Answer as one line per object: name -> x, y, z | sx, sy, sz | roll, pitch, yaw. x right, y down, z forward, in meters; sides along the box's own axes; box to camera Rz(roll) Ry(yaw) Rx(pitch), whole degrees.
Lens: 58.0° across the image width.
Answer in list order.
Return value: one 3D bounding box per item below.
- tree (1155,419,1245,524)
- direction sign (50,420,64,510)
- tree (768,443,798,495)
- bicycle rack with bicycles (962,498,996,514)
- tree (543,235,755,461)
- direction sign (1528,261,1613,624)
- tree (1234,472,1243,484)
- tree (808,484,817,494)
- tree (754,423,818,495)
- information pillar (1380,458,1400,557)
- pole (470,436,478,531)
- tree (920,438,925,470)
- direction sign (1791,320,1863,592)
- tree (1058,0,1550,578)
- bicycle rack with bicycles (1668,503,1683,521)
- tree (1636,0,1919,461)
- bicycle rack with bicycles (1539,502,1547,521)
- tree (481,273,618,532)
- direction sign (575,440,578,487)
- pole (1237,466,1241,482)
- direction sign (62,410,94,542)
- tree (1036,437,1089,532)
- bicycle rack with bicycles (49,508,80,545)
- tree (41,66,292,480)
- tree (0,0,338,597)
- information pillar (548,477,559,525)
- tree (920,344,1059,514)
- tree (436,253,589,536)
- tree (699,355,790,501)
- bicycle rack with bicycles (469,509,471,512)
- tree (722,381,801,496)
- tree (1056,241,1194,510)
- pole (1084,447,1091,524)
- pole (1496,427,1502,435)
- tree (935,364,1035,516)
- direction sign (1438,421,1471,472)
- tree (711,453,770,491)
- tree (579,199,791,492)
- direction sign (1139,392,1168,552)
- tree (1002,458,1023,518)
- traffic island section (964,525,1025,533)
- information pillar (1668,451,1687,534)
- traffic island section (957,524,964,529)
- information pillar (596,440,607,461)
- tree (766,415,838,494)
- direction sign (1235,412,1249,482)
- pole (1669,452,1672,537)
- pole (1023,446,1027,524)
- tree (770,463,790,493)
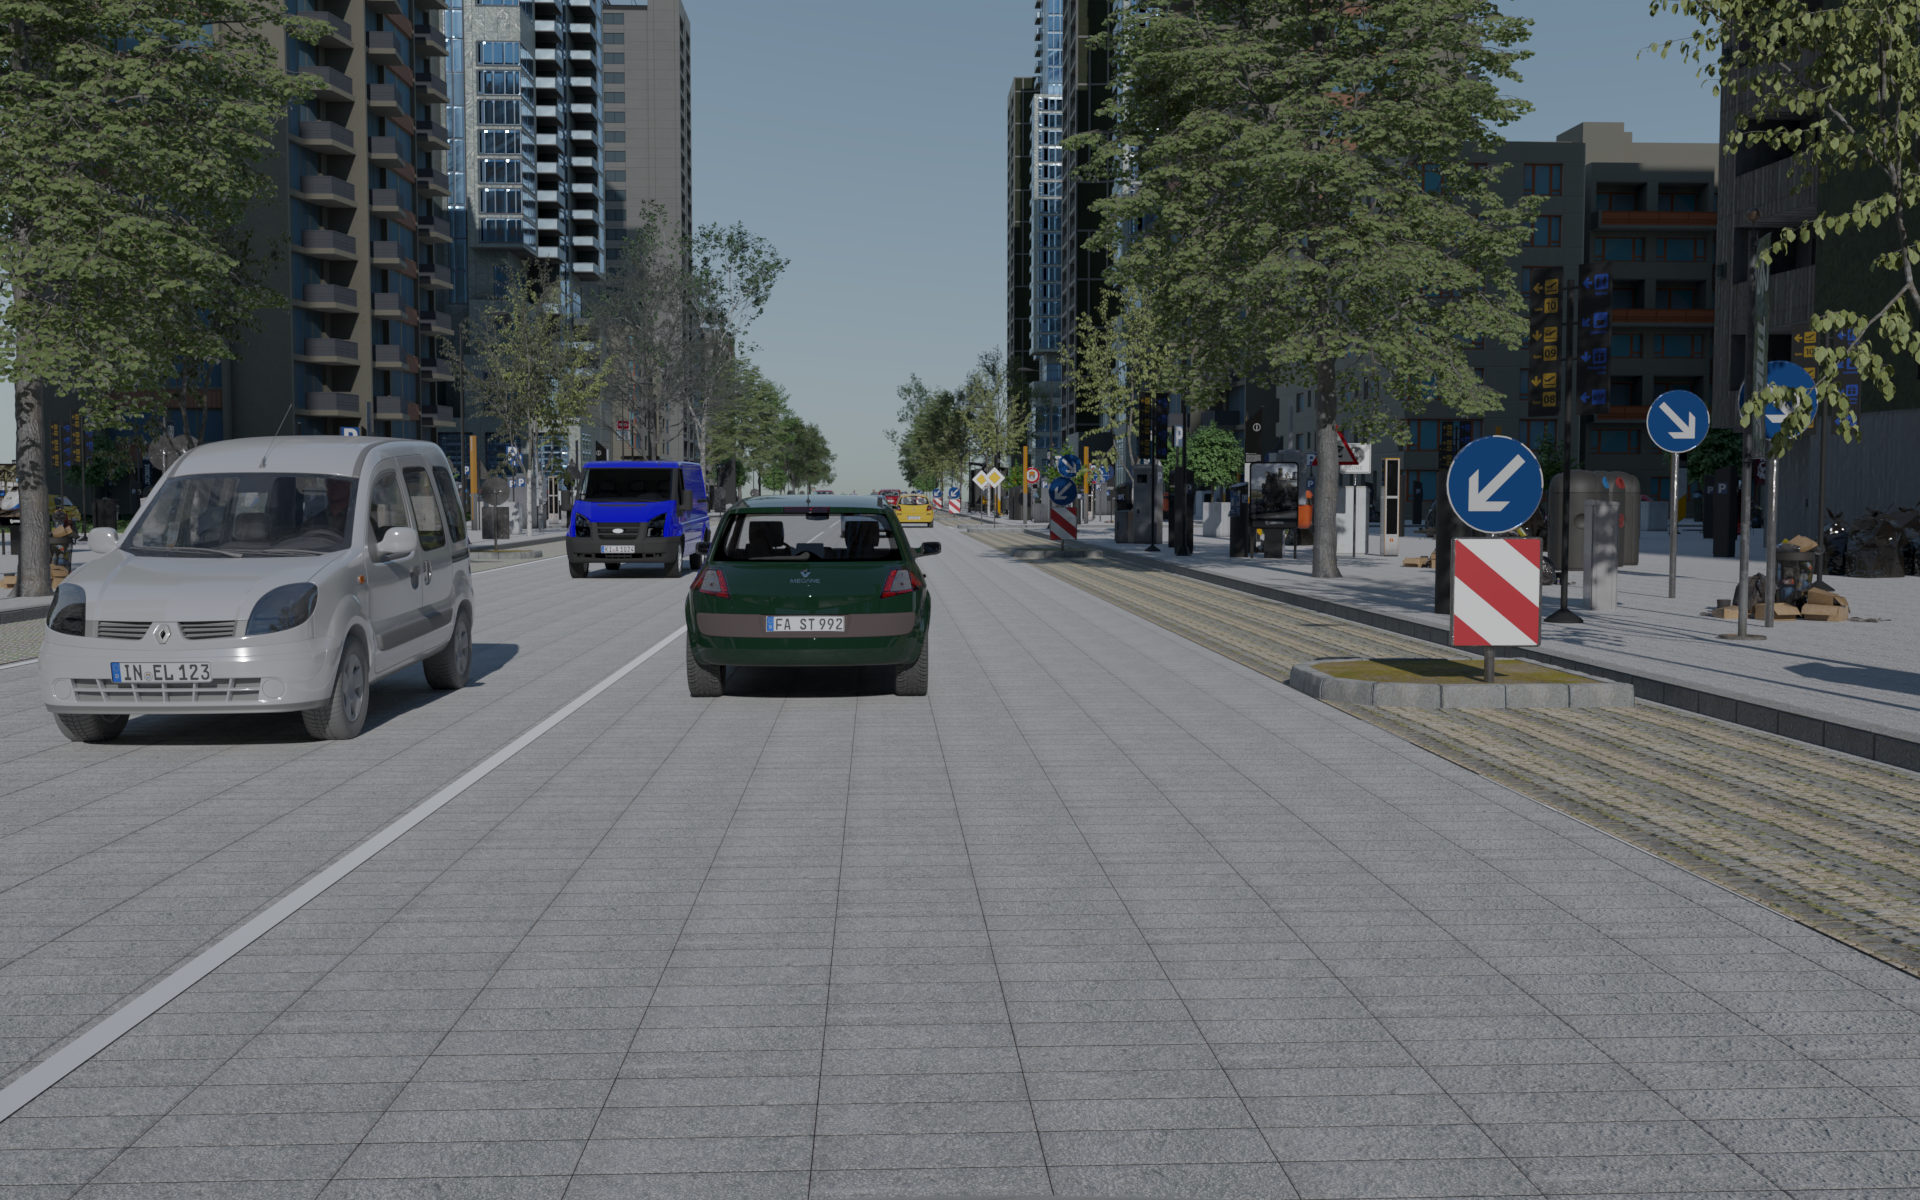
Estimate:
tree -> 10.979, -5.576, 74.889 | 4.285, 4.588, 4.351 | 0, 3, 0
direction sign -> -27.882, -3.777, 53.751 | 0.379, 3.537, 0.876 | 1, 4, 10
tree -> -22.306, -16.357, 217.796 | 4.360, 8.622, 3.978 | 0, 3, 0
bicycle rack with bicycles -> 1.939, -6.095, 113.039 | 2.925, 0.926, 2.852 | 1, 4, 12
tree -> -14.892, -10.583, 83.403 | 12.009, 13.543, 11.850 | 0, 3, 0
direction sign -> 6.045, -1.544, 17.236 | 0.379, 3.537, 0.876 | -3, 5, -39
tree -> 17.636, -7.189, 112.142 | 1.663, 3.219, 1.824 | 0, 3, 0
tree -> -25.952, -21.360, 299.600 | 4.737, 8.622, 4.395 | 0, 3, 0
tree -> -21.672, -16.836, 209.683 | 8.767, 10.594, 7.601 | -2, 4, -33
information pillar -> 8.825, -1.900, 35.562 | 0.304, 2.012, 0.304 | 0, 4, -4
pole -> -17.021, -4.085, 60.626 | 0.158, 3.312, 0.155 | 0, 3, 0
tree -> -1.969, -13.928, 178.089 | 4.737, 8.622, 4.395 | 0, 3, 0
direction sign -> 11.377, -1.886, 22.828 | 0.379, 3.537, 0.876 | -3, 5, -44
tree -> 5.219, -6.615, 26.281 | 7.486, 12.596, 7.792 | 0, 3, 0
bicycle rack with bicycles -> 32.778, -4.245, 82.783 | 2.852, 0.926, 2.925 | -1, 4, -8
tree -> 6.808, -3.739, 11.493 | 4.737, 8.622, 4.395 | 0, 3, 0
bicycle rack with bicycles -> 26.149, -4.077, 80.038 | 2.925, 0.926, 2.852 | -3, 5, -39
tree -> -13.949, -6.606, 58.370 | 4.737, 8.622, 4.395 | 0, 3, 0
direction sign -> -16.120, -4.951, 72.944 | 0.379, 3.537, 0.876 | -1, 4, -18
pole -> 17.824, -7.151, 110.755 | 0.158, 3.312, 0.155 | 0, 3, 0
direction sign -> -23.734, -3.357, 46.889 | 0.379, 3.537, 0.876 | 1, 4, 9
tree -> 3.682, -3.935, 58.934 | 1.663, 3.219, 1.824 | 0, 3, 0
bicycle rack with bicycles -> -23.693, -1.860, 43.796 | 2.852, 0.926, 2.925 | -2, 4, -31
tree -> -13.350, -4.859, 29.814 | 4.360, 8.622, 3.978 | 0, 3, 0
tree -> -11.901, -6.339, 21.763 | 7.486, 12.596, 7.792 | 0, 3, 0
information pillar -> -17.112, -4.185, 72.911 | 0.304, 2.012, 0.304 | 2, 4, 30
tree -> 1.768, -10.638, 108.351 | 8.767, 10.594, 7.601 | 0, 4, -7
tree -> -13.329, -6.247, 52.502 | 4.360, 8.622, 3.978 | 0, 3, 0
tree -> -17.697, -13.702, 142.157 | 7.486, 12.596, 7.792 | 0, 3, 0
bicycle rack with bicycles -> -37.593, -6.891, 126.043 | 2.925, 0.926, 2.852 | 2, 4, 26
tree -> -18.301, -14.241, 158.595 | 9.928, 11.665, 9.643 | 0, 3, 0
tree -> 4.882, -6.034, 49.015 | 4.737, 8.622, 4.395 | 0, 3, 0
pole -> 5.431, -4.935, 74.533 | 0.158, 3.312, 0.155 | 0, 3, 0
pole -> 16.269, -3.582, 52.409 | 0.158, 3.312, 0.155 | 0, 3, 0
tree -> 1.881, -9.096, 99.085 | 4.737, 8.622, 4.395 | 0, 3, 0
direction sign -> 15.385, -3.778, 53.761 | 0.876, 3.537, 0.379 | 1, 4, 22
tree -> -17.881, -9.235, 134.702 | 4.285, 4.588, 4.351 | 0, 3, 0
tree -> -17.689, -15.674, 112.154 | 12.611, 20.169, 13.585 | 0, 3, 0
direction sign -> 4.315, -2.857, 38.713 | 0.876, 3.537, 0.379 | -3, 4, -39
tree -> 2.949, -6.095, 94.253 | 1.663, 3.219, 1.824 | 0, 3, 0
traffic island section -> 1.307, -2.588, 64.593 | 2.009, 0.180, 2.903 | 0, 4, -3
information pillar -> 22.970, -3.916, 55.380 | 0.504, 3.616, 0.183 | 0, 4, 3
traffic island section -> 0.926, -3.076, 72.569 | 2.009, 0.180, 2.903 | 0, 4, -3
information pillar -> -15.556, -5.122, 75.098 | 0.504, 3.616, 0.183 | 1, 4, 9
tree -> -23.442, -20.046, 244.763 | 9.611, 12.733, 9.660 | 0, 3, 0
direction sign -> 7.949, -3.432, 48.107 | 0.379, 3.537, 0.876 | 1, 4, 14
pole -> 21.418, -3.554, 51.943 | 0.158, 3.312, 0.155 | 0, 3, 0
pole -> 2.783, -4.898, 73.930 | 0.158, 3.312, 0.155 | 0, 3, 0
tree -> -19.171, -11.946, 179.024 | 4.285, 4.588, 4.351 | 0, 3, 0
